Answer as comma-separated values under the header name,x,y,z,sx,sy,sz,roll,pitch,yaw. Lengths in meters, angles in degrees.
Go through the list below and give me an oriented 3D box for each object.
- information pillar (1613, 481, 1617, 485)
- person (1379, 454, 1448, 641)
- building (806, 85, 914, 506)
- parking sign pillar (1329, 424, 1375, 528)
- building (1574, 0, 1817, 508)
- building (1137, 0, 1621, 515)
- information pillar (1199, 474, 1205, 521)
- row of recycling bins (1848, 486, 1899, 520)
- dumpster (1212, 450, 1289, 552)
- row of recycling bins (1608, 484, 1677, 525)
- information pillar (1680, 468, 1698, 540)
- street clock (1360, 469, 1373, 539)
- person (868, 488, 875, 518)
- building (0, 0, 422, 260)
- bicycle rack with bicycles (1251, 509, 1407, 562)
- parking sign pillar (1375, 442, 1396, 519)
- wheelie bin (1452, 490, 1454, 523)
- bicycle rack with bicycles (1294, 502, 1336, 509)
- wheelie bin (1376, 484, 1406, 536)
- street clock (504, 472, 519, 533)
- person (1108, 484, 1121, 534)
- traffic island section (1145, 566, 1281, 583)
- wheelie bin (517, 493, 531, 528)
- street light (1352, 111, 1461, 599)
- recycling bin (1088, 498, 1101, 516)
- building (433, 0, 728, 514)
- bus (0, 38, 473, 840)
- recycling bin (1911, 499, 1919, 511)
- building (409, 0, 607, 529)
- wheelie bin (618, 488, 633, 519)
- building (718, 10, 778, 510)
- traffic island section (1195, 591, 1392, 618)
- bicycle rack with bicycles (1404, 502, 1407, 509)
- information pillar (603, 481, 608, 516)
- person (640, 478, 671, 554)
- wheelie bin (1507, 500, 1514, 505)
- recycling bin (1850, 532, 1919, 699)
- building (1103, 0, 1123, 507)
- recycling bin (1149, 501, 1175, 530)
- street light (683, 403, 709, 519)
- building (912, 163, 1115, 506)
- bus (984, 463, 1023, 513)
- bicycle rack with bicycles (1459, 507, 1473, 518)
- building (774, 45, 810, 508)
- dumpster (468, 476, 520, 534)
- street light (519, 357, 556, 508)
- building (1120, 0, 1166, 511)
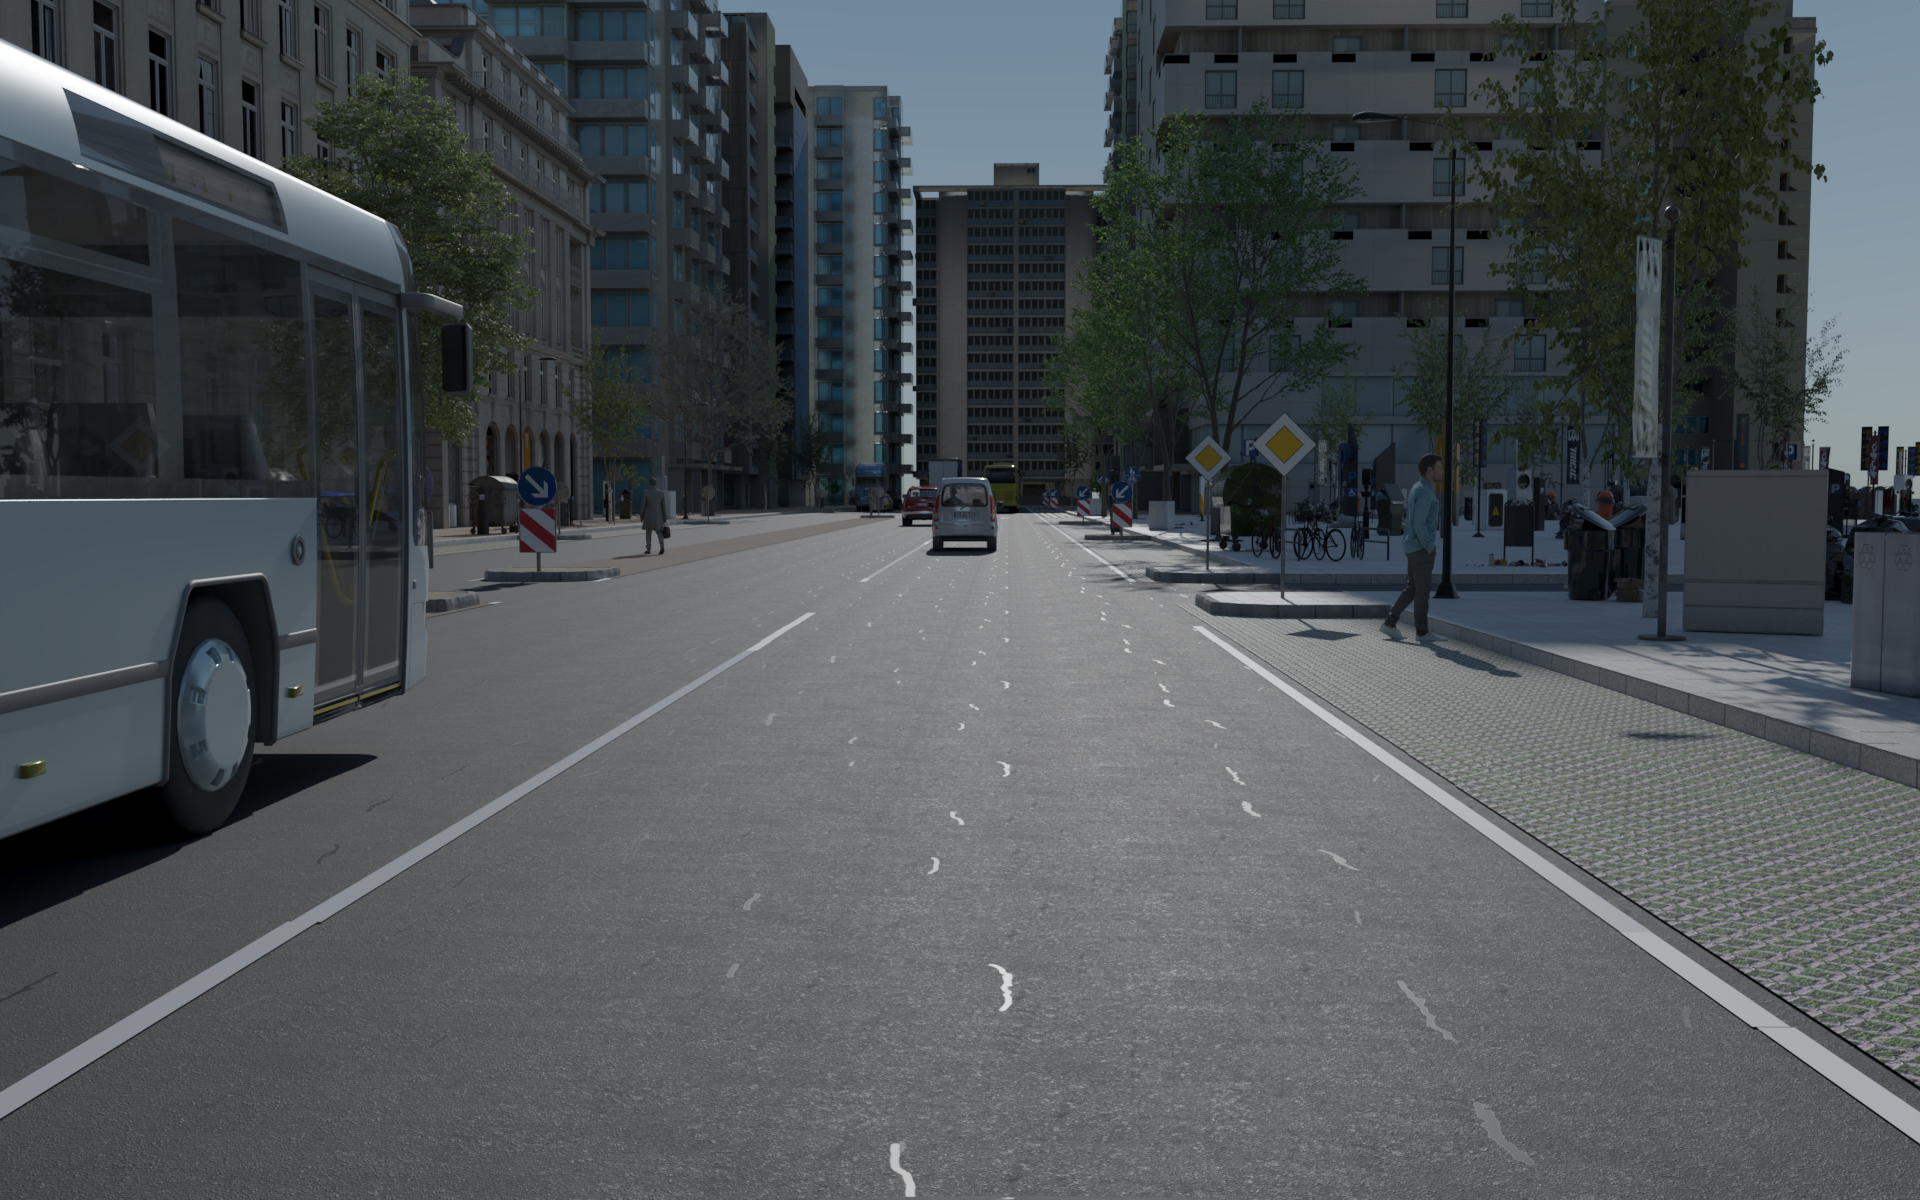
name,x,y,z,sx,sy,sz,roll,pitch,yaw
information pillar,36.109,-5.582,95.749,0.304,2.012,0.304,3,4,38
person,4.426,-0.511,16.873,0.620,1.820,0.660,0,4,2
building,-20.701,-35.677,202.927,30.456,49.044,23.786,0,4,2
parking sign pillar,14.760,-4.725,65.729,1.447,3.967,1.447,0,4,1
building,68.200,-33.095,164.806,21.600,48.544,21.300,0,4,2
building,26.314,-32.292,117.217,28.713,52.752,27.495,0,4,2
information pillar,11.405,-5.522,81.643,0.183,3.616,0.504,2,4,26
row of recycling bins,48.098,-5.225,92.544,3.534,1.692,1.069,1,4,17
dumpster,6.565,-2.242,39.156,1.502,2.255,1.985,0,4,1
row of recycling bins,29.123,-4.100,74.145,1.069,1.692,3.534,-2,4,-24
information pillar,20.370,-2.686,48.402,0.304,2.012,0.304,-2,4,-30
street clock,11.555,-2.734,49.266,0.358,2.002,0.471,1,4,18
person,-5.150,-5.713,102.175,0.573,1.790,0.520,-3,4,-38
building,-26.929,-13.083,47.183,16.112,22.955,30.059,0,4,2
bicycle rack with bicycles,7.171,-1.260,33.978,2.852,0.926,2.925,0,4,-5
parking sign pillar,21.962,-6.207,89.960,1.447,3.967,1.447,-2,4,-28
wheelie bin,21.645,-4.197,76.529,0.693,1.594,0.980,1,4,13
bicycle rack with bicycles,15.067,-3.694,73.784,2.925,0.926,2.852,-3,5,-42
wheelie bin,13.223,-2.779,53.351,0.980,1.594,0.693,-2,4,-30
street clock,-14.896,-3.244,57.608,0.471,2.002,0.358,-2,4,-32
person,5.199,-3.006,58.063,0.534,1.772,0.576,0,4,-8
traffic island section,4.212,-0.432,29.342,2.009,0.180,2.903,0,4,2
wheelie bin,-16.654,-3.549,65.942,0.693,1.594,0.980,0,4,-7
street light,5.457,-2.976,21.193,1.470,5.913,1.316,0,4,2
recycling bin,7.932,-5.429,101.326,0.722,1.027,0.722,-1,4,-11
building,-28.436,-30.644,120.635,23.786,49.044,30.456,0,4,2
bus,-4.357,-0.585,4.417,2.948,3.499,13.247,0,3,0
recycling bin,54.633,-5.265,98.644,0.722,1.027,0.722,-3,5,-44
building,-24.499,-14.237,74.576,13.314,21.916,24.055,0,4,2
wheelie bin,-17.145,-4.952,88.881,0.693,1.594,0.980,0,4,-2
building,-23.038,-28.096,142.965,14.154,41.232,14.086,0,4,2
traffic island section,3.996,0.056,21.360,2.009,0.180,2.903,0,4,2
bicycle rack with bicycles,19.630,-3.856,76.431,2.925,0.926,2.852,-1,4,-14
information pillar,-20.197,-5.784,99.054,0.304,2.012,0.304,-3,5,-43
person,-7.262,-1.988,41.110,0.694,1.812,0.767,-2,4,-27
wheelie bin,27.474,-4.832,86.911,0.693,1.594,0.980,2,4,24
recycling bin,6.309,0.083,11.203,0.722,1.027,0.722,0,4,-6
building,24.810,-33.087,160.585,23.786,49.044,30.456,0,4,2
recycling bin,7.179,-3.001,61.622,0.722,1.027,0.722,2,4,29
street light,-13.493,-7.088,88.426,1.470,5.913,1.316,0,4,2
building,6.609,-31.445,205.999,23.993,40.220,32.217,0,4,2
bus,3.349,-8.750,134.611,2.896,3.916,12.252,0,4,3
bicycle rack with bicycles,22.270,-4.242,82.742,2.852,0.926,2.925,-2,4,-30
building,-22.790,-31.853,170.915,14.200,45.320,14.600,0,4,2
dumpster,-15.030,-3.066,55.889,1.264,1.857,1.865,0,4,2
street light,-14.385,-5.279,58.845,1.470,5.913,1.316,0,4,2
building,19.839,-27.836,138.721,14.154,41.232,14.086,0,4,2
